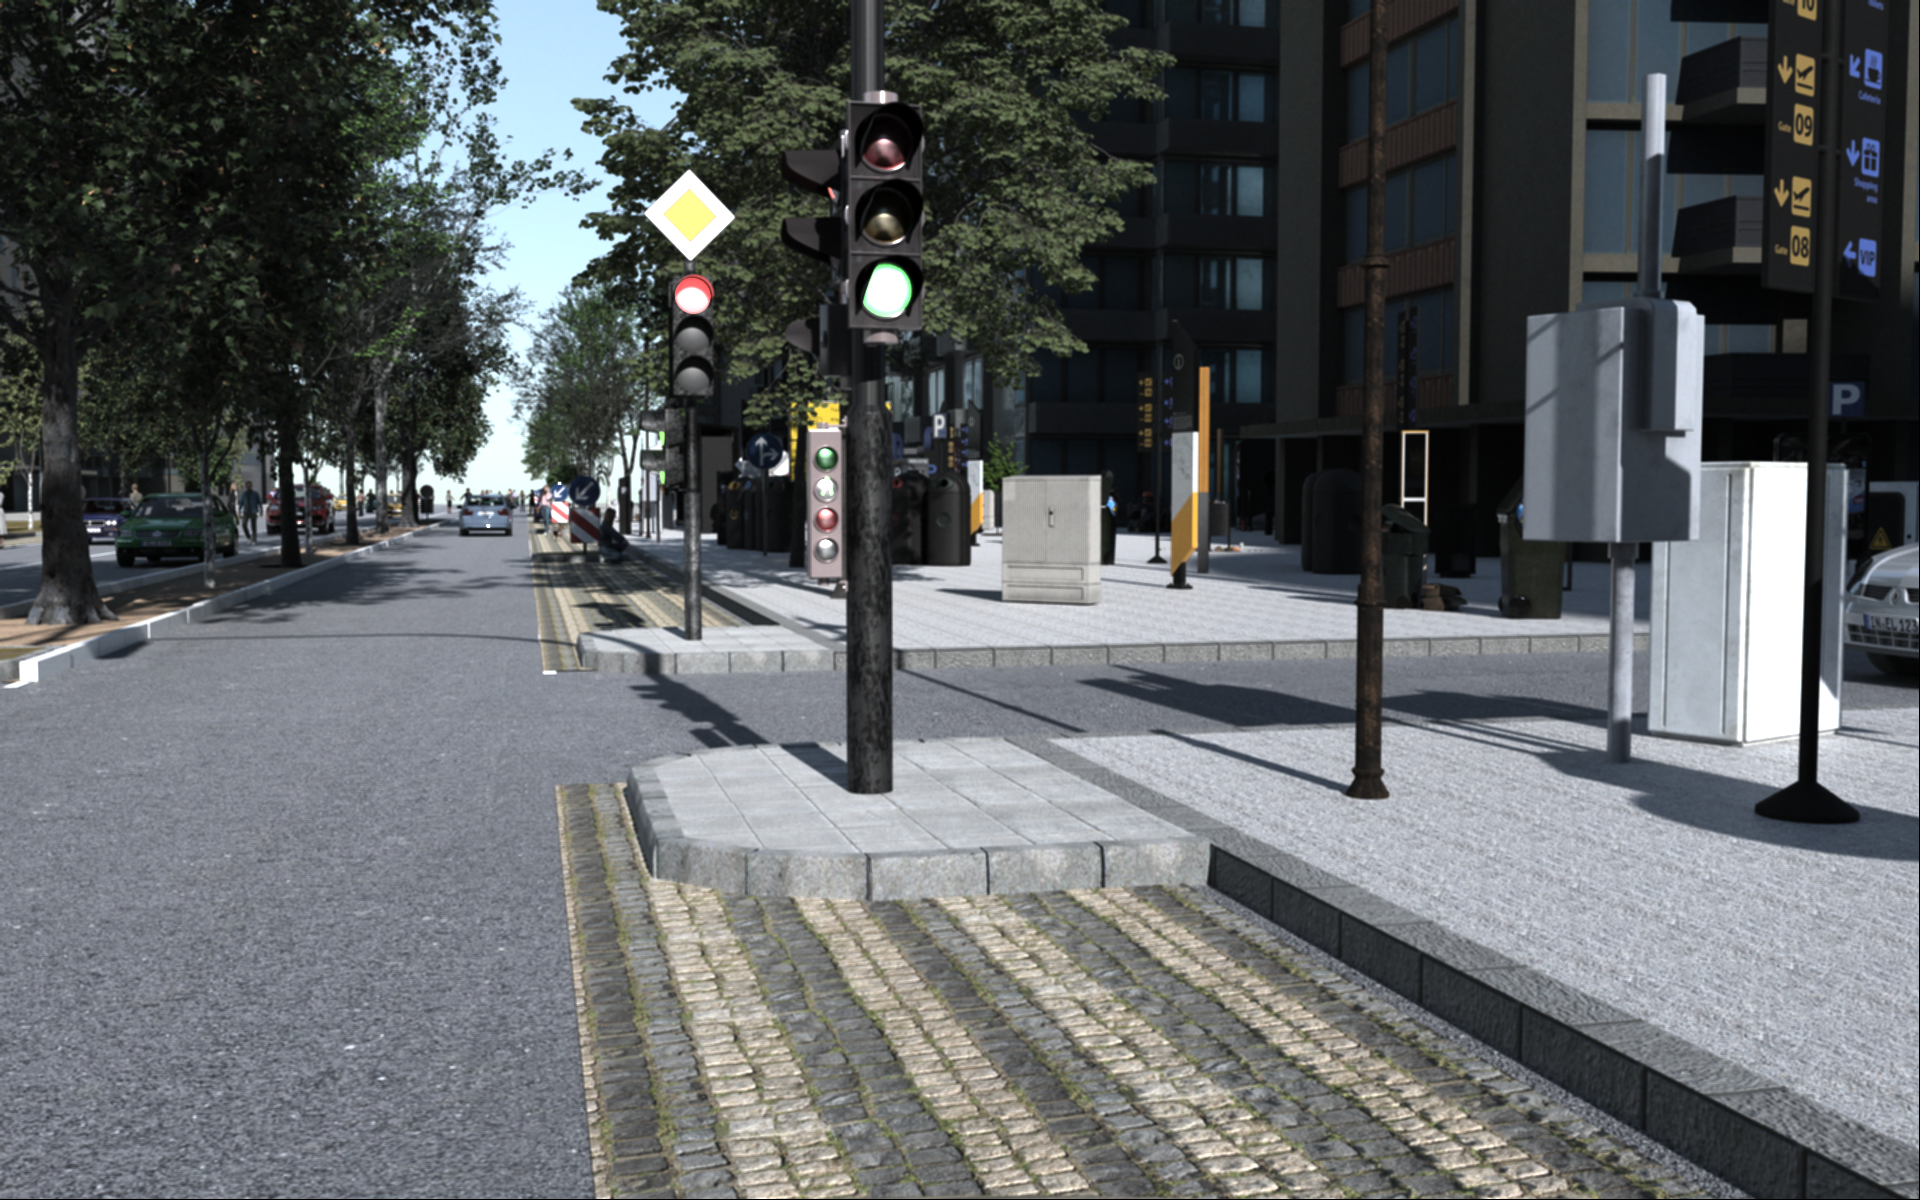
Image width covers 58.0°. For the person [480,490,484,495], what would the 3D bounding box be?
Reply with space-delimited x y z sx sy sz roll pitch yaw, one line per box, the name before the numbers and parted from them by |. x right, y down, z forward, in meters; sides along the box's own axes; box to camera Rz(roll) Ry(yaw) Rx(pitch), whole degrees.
person | -47.505 -10.038 172.556 0.705 1.831 1.348 2 4 29

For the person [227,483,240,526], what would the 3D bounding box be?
person | -23.964 -2.925 56.537 0.699 1.804 1.509 1 4 14

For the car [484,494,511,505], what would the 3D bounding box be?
car | -29.045 -5.876 107.876 2.131 1.459 4.920 -1 4 -16

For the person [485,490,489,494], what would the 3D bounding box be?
person | -32.899 -6.822 120.767 1.217 1.743 0.721 -3 5 -40

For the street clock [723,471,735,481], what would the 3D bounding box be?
street clock | -7.248 -3.037 54.221 0.358 2.002 0.471 1 4 17

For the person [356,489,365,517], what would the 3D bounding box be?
person | -38.311 -6.195 110.497 1.217 1.736 0.721 3 4 37

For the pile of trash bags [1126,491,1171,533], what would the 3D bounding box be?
pile of trash bags | 6.584 -2.999 58.792 1.912 1.369 3.447 0 4 -4

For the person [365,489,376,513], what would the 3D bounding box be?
person | -44.320 -7.450 130.328 1.348 1.821 0.705 1 4 16

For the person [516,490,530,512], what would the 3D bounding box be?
person | -35.289 -7.986 139.796 1.217 1.735 0.721 -3 4 -38

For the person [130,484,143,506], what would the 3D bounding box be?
person | -26.224 -2.812 55.032 0.362 1.759 0.519 1 4 23

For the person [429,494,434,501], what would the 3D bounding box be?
person | -43.311 -8.151 141.770 0.705 1.824 1.348 0 4 8

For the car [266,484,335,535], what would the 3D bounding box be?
car | -23.931 -3.319 62.941 2.281 1.827 5.304 -1 4 -16

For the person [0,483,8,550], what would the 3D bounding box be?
person | -24.964 -2.186 44.805 0.524 1.755 0.480 0 4 2

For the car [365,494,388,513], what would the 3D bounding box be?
car | -45.017 -7.498 134.392 2.131 1.459 4.920 -1 4 -14

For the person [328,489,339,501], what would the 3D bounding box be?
person | -45.284 -7.078 124.314 1.350 1.814 0.705 -1 4 -12

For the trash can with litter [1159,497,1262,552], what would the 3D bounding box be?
trash can with litter | 5.570 -1.717 39.131 2.233 1.210 1.678 3 4 38

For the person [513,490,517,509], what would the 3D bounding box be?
person | -43.470 -9.809 168.742 0.599 1.838 0.709 2 4 25

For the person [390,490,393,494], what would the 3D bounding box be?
person | -41.197 -7.112 125.497 1.217 1.735 0.721 0 4 -5

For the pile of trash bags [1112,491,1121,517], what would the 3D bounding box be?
pile of trash bags | 3.573 -2.898 57.140 3.447 1.369 1.912 0 4 6

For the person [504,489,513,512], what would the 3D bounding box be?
person | -29.969 -6.468 114.785 0.750 1.759 0.617 0 4 -7

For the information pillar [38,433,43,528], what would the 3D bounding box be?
information pillar | -34.996 -4.567 66.029 0.183 3.616 0.504 -3 5 -39

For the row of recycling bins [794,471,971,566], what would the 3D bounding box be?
row of recycling bins | -1.302 -1.515 31.881 3.534 1.692 1.069 2 4 34

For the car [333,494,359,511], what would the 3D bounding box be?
car | -52.360 -8.418 147.864 2.015 1.641 3.980 -1 4 -13

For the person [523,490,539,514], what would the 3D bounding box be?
person | -28.394 -6.464 114.908 1.217 1.735 0.721 -2 4 -24

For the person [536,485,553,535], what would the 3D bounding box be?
person | -14.511 -3.158 60.725 0.593 1.750 0.643 1 4 23

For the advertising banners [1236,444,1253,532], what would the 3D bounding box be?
advertising banners | 9.805 -3.890 59.792 0.090 3.025 2.074 0 4 -6

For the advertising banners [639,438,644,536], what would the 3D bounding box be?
advertising banners | -9.815 -3.497 53.370 0.090 3.025 2.074 0 4 -8

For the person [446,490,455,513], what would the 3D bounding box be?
person | -38.748 -7.485 131.666 0.721 1.735 1.217 1 4 13

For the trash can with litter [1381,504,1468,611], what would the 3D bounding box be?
trash can with litter | 5.165 -0.487 19.344 0.624 1.170 1.055 -3 5 -44

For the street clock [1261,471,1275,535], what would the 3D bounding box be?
street clock | 9.665 -3.033 54.162 0.471 2.002 0.358 -1 4 -12

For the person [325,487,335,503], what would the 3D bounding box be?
person | -36.884 -5.642 100.715 1.348 1.831 0.705 2 4 30

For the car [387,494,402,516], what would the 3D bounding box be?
car | -32.962 -5.587 101.563 2.015 1.641 3.980 -1 4 -15

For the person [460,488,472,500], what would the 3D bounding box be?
person | -36.328 -7.331 127.989 1.348 1.869 0.705 -2 4 -33

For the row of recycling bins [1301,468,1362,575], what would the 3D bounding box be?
row of recycling bins | 6.265 -1.353 29.229 1.069 1.692 3.534 0 4 7

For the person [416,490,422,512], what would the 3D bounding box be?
person | -43.404 -7.900 138.190 1.217 1.766 0.721 1 4 21

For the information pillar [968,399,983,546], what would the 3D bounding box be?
information pillar | 0.366 -3.135 42.610 0.183 3.616 0.504 -3 5 -41

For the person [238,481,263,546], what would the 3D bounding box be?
person | -19.612 -2.388 47.889 0.601 1.785 0.444 0 4 -4

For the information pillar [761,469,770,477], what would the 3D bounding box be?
information pillar | -5.457 -2.663 48.037 0.304 2.012 0.304 -2 4 -28

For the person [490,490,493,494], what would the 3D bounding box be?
person | -51.363 -11.072 189.401 0.599 1.838 0.709 0 4 3

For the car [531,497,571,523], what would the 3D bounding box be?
car | -20.336 -4.503 86.207 1.945 1.354 3.894 -1 4 -13

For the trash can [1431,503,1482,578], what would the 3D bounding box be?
trash can | 7.618 -0.915 26.614 0.748 1.137 0.748 0 3 0

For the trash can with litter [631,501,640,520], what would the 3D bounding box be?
trash can with litter | -16.052 -4.503 85.006 1.055 1.170 0.624 0 4 -5

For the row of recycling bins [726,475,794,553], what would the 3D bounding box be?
row of recycling bins | -4.429 -1.984 39.547 1.069 1.692 3.534 -2 4 -26

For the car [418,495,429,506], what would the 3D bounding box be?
car | -58.789 -10.830 189.432 2.083 1.381 4.827 -1 4 -13

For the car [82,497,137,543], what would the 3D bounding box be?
car | -24.701 -2.286 49.955 1.945 1.354 3.894 -1 4 -16

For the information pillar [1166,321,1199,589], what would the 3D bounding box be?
information pillar | 3.016 -1.954 23.302 0.183 3.616 0.504 -2 4 -30

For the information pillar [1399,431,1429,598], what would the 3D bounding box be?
information pillar | 5.285 -0.961 20.200 0.304 2.012 0.304 1 4 11

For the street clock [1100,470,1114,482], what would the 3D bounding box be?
street clock | 4.408 -2.902 52.019 0.358 2.002 0.471 3 5 40

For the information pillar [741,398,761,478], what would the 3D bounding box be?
information pillar | -5.140 -3.132 42.560 0.504 3.616 0.183 -2 4 -27

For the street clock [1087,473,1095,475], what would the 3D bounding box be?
street clock | 4.596 -3.445 60.902 0.358 2.002 0.471 1 4 16

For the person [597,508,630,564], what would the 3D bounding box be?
person | -7.031 -1.312 35.447 0.738 1.151 1.012 0 4 0

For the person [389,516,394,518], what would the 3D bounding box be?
person | -34.181 -5.640 103.979 1.065 1.426 0.557 3 4 39

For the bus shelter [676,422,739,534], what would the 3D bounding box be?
bus shelter | -8.655 -4.142 59.000 1.731 3.624 6.357 -1 4 -14

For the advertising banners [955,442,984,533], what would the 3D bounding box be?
advertising banners | 0.274 -3.775 57.914 0.090 3.025 2.074 -2 4 -27

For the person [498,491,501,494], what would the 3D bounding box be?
person | -58.377 -12.903 219.469 0.705 1.822 1.348 3 5 43

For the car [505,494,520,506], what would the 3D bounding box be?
car | -54.024 -12.024 208.381 2.131 1.459 4.920 -1 4 -16

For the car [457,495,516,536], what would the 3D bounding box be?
car | -16.432 -2.941 60.085 2.014 1.417 4.499 -1 4 -14

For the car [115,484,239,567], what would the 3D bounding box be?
car | -16.122 -1.649 35.761 1.959 1.807 4.718 -1 4 -14

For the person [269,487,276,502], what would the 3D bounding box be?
person | -39.334 -5.566 99.367 0.709 1.838 0.599 -2 4 -25
